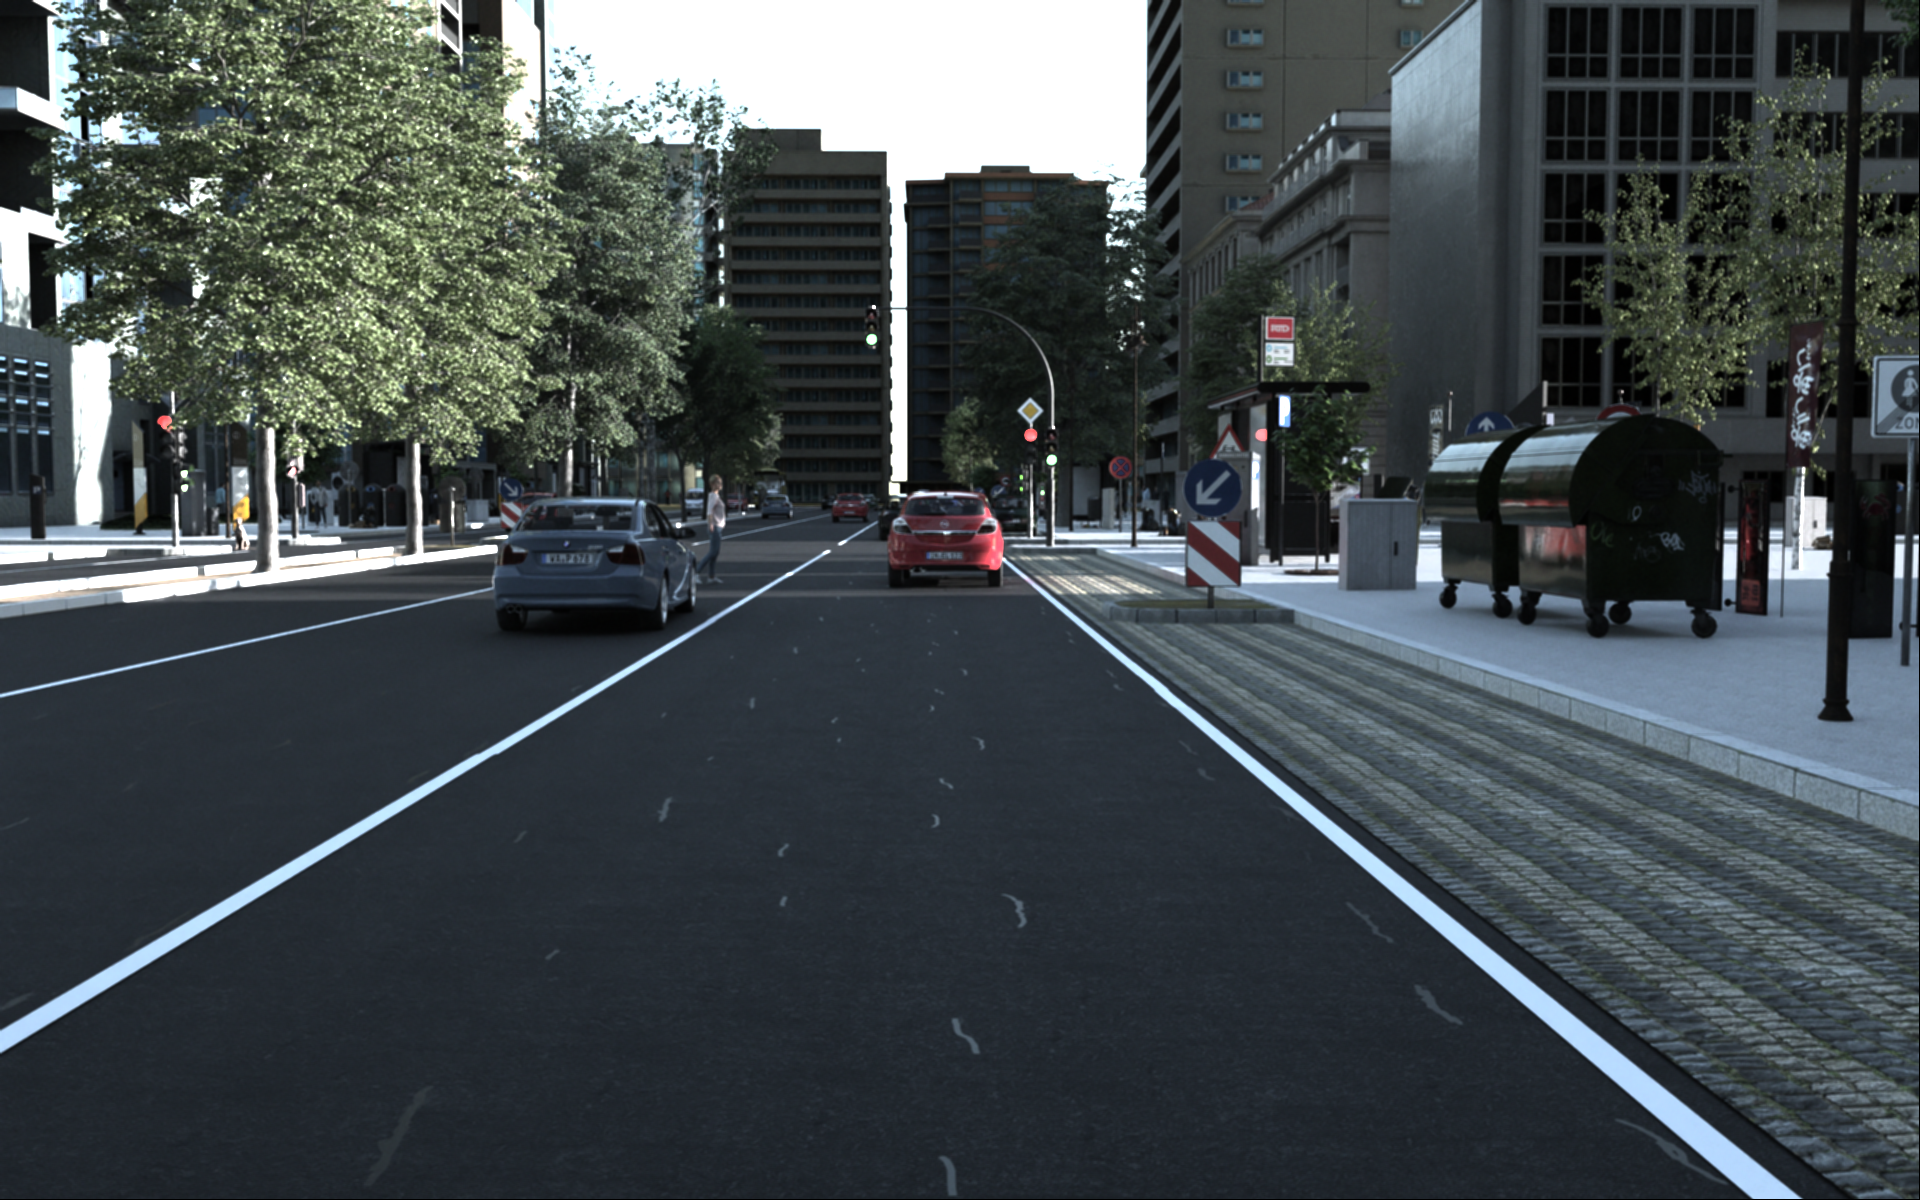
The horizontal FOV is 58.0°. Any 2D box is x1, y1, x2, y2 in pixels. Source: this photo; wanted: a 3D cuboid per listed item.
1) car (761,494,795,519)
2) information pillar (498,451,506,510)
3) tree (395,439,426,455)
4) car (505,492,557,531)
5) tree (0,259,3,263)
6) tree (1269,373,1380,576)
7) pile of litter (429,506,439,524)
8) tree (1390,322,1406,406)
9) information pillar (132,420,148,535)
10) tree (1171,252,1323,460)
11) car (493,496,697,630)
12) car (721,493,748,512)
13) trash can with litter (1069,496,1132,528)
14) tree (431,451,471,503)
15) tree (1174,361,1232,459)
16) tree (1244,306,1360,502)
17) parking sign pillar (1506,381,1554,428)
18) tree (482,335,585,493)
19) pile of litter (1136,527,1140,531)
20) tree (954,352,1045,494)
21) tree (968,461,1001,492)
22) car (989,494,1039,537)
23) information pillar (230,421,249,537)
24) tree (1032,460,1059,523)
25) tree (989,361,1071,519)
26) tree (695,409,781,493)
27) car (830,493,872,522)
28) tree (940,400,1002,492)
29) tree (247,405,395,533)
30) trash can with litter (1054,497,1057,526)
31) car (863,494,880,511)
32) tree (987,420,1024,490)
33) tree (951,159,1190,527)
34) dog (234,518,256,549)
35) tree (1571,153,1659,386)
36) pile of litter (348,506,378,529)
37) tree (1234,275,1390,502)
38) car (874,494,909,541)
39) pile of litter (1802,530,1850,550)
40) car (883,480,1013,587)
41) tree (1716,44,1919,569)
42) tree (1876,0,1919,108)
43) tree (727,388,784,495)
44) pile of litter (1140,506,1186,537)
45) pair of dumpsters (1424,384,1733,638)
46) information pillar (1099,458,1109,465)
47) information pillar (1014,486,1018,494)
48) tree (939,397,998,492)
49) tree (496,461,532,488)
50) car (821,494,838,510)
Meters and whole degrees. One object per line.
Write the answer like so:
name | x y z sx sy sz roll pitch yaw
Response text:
car | -10.797 -5.535 102.496 2.014 1.417 4.499 0 4 -3
information pillar | -22.262 -5.680 84.229 0.183 3.616 0.504 2 4 23
tree | -30.507 -6.759 94.228 4.285 4.588 4.351 0 3 0
car | -16.553 -3.597 67.858 2.155 1.783 4.494 0 4 1
tree | -21.632 -5.172 34.932 4.737 8.622 4.395 0 3 0
tree | 5.847 -2.020 27.634 1.663 3.219 1.824 0 3 0
pile of litter | -22.042 -3.657 73.760 1.719 0.858 1.176 0 4 2
tree | 14.098 -6.904 63.235 4.737 8.622 4.395 0 3 0
information pillar | -25.821 -3.863 54.512 0.504 3.616 0.183 2 4 24
tree | 13.634 -10.015 81.877 7.486 12.596 7.792 0 3 0
car | -4.035 -0.460 19.525 2.014 1.417 4.499 0 4 -2
car | -18.039 -7.948 138.982 2.155 1.783 4.494 0 4 -2
trash can with litter | 5.370 -3.308 65.137 2.233 1.210 1.678 2 4 29
tree | -22.550 -4.983 76.069 1.663 3.219 1.824 0 3 0
tree | 12.962 -8.495 89.260 4.360 8.622 3.978 0 3 0
tree | 13.458 -7.226 68.502 4.360 8.622 3.978 0 3 0
parking sign pillar | 13.741 -3.271 41.958 1.447 3.967 1.447 -2 4 -28
tree | -23.183 -10.292 94.031 9.928 11.665 9.643 0 3 0
pile of litter | 6.719 -2.833 60.285 1.176 0.858 1.719 -1 4 -14
tree | 3.106 -10.796 110.934 7.601 10.594 8.767 -1 4 -12
tree | 2.420 -11.473 171.299 4.285 4.588 4.351 0 3 0
car | 1.669 -2.950 58.019 2.009 1.686 4.222 0 4 0
information pillar | -21.829 -3.737 52.463 0.183 3.616 0.504 3 5 42
tree | 3.937 -5.074 77.564 1.663 3.219 1.824 0 3 0
tree | 3.797 -8.415 87.947 4.360 8.622 3.978 0 3 0
tree | -24.423 -17.008 188.451 12.009 13.543 11.850 0 3 0
car | -5.594 -4.884 88.886 2.155 1.783 4.494 0 4 -1
tree | 1.551 -15.963 186.747 9.928 11.665 9.643 0 3 0
tree | -22.118 -4.532 57.815 4.285 4.588 4.351 0 3 0
trash can with litter | 4.017 -3.532 69.142 0.624 1.170 1.055 1 4 21
car | -7.984 -8.389 148.958 2.131 1.459 4.920 0 4 -1
tree | 3.489 -10.924 128.971 4.737 8.622 4.395 0 3 0
tree | 3.975 -9.831 67.387 9.857 13.997 8.962 0 3 0
dog | -18.620 -1.731 45.142 0.513 0.831 0.800 2 4 34
tree | 15.600 -5.349 37.825 4.737 8.622 4.395 0 3 0
pile of litter | -22.406 -3.122 65.017 1.176 0.858 1.719 0 4 -5
tree | 11.394 -6.564 57.689 4.737 8.622 4.395 0 3 0
car | -1.701 -2.746 54.682 2.009 1.686 4.222 0 4 -3
pile of litter | 20.276 -1.593 40.014 1.719 0.858 1.176 0 4 8
car | -0.206 -1.174 28.242 2.155 1.783 4.494 0 4 1
tree | 14.506 -4.825 29.250 4.737 8.622 4.395 0 3 0
tree | 14.450 -5.699 18.939 9.928 11.665 9.643 0 3 0
tree | -25.027 -17.948 200.107 9.857 13.997 8.962 0 3 0
pile of litter | 6.598 -2.373 52.772 1.176 0.858 1.719 -3 5 -40
pair of dumpsters | 6.054 -0.911 17.383 1.574 2.255 4.437 0 4 -1
information pillar | 7.389 -5.960 88.801 0.504 3.616 0.183 -1 4 -15
information pillar | 3.995 -7.238 122.829 0.304 2.012 0.304 0 4 3
tree | 1.122 -17.318 201.278 7.486 12.596 7.792 0 3 0
tree | -22.577 -5.667 87.261 1.663 3.219 1.824 0 3 0
car | -11.764 -9.137 159.183 2.009 1.686 4.222 0 4 0
